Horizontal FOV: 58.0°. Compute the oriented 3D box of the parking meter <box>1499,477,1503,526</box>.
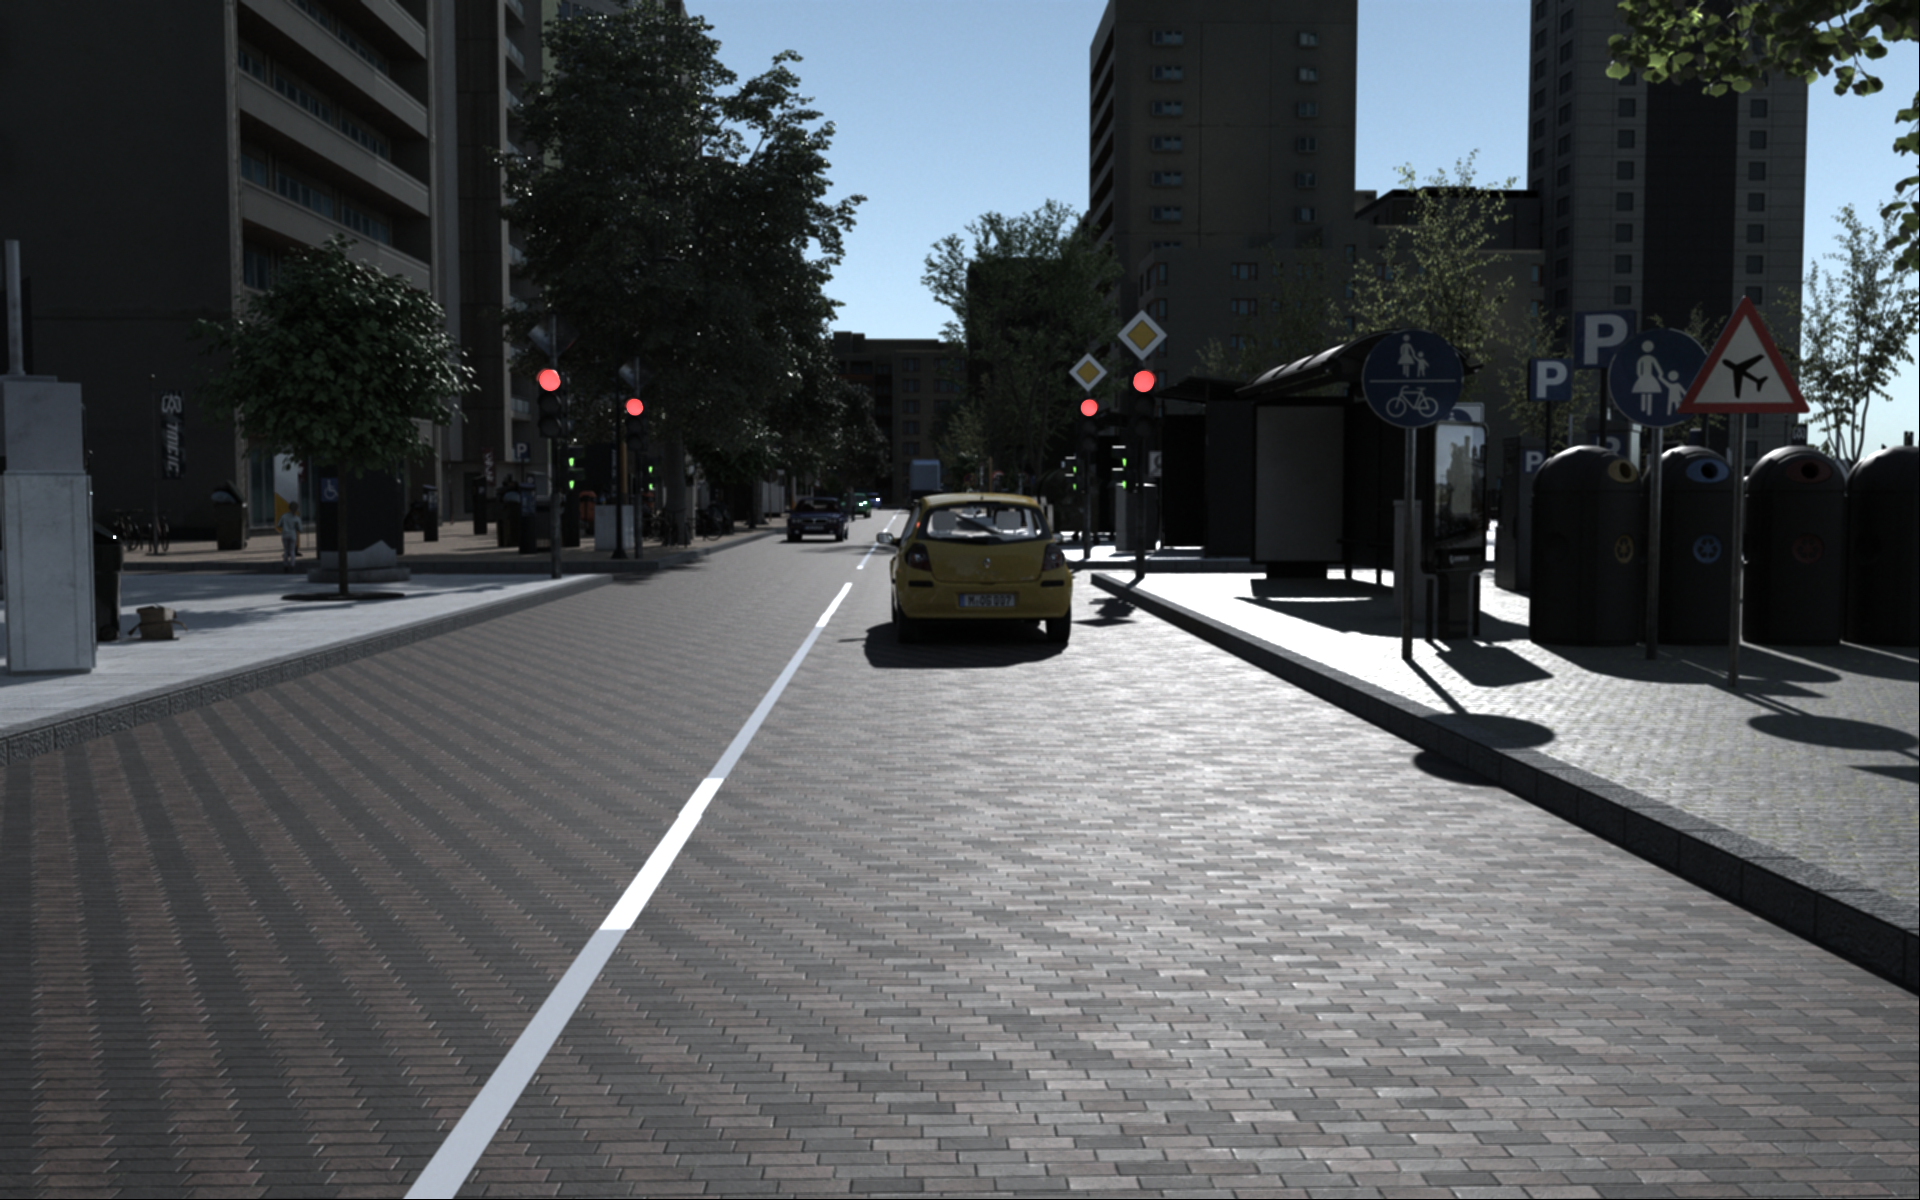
[{"bbox_3d":[15.871,-2.722,50.218,0.399,1.863,0.255,0,4,-4],"label":"parking meter"}]

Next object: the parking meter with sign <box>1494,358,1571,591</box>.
[{"bbox_3d":[7.580,-1.645,23.150,0.543,3.016,1.738,0,3,0],"label":"parking meter with sign"}]

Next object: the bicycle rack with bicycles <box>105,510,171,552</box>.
[{"bbox_3d":[-19.197,-1.568,39.025,2.852,0.926,2.925,-2,4,-30],"label":"bicycle rack with bicycles"}]

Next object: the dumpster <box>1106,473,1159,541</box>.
[{"bbox_3d":[4.675,-2.508,46.758,1.264,1.857,1.865,0,4,-2],"label":"dumpster"}]

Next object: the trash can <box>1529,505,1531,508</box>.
[{"bbox_3d":[31.018,-5.037,94.000,0.748,1.137,0.748,0,3,0],"label":"trash can"}]

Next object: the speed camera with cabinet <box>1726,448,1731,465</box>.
[{"bbox_3d":[35.548,-5.233,79.895,0.660,3.252,2.038,3,5,44],"label":"speed camera with cabinet"}]

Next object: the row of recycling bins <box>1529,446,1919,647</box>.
[{"bbox_3d":[6.717,-0.478,14.934,3.534,1.692,1.069,0,4,1],"label":"row of recycling bins"}]

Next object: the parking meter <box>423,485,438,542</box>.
[{"bbox_3d":[-14.336,-2.354,46.902,0.372,1.533,0.369,0,3,0],"label":"parking meter"}]

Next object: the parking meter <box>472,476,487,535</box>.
[{"bbox_3d":[-15.217,-3.006,54.862,0.399,1.863,0.255,-3,5,-41],"label":"parking meter"}]

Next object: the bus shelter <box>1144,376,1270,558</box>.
[{"bbox_3d":[5.303,-2.831,37.567,1.731,3.624,6.357,0,4,-2],"label":"bus shelter"}]

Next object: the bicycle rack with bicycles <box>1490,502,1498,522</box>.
[{"bbox_3d":[25.225,-4.091,80.274,2.925,0.926,2.852,0,4,4],"label":"bicycle rack with bicycles"}]

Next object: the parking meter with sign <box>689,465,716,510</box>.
[{"bbox_3d":[-15.724,-6.727,106.253,1.738,3.016,0.543,-3,5,-45],"label":"parking meter with sign"}]

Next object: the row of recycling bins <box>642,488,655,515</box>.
[{"bbox_3d":[-19.317,-6.041,105.891,1.069,1.692,3.534,0,4,6],"label":"row of recycling bins"}]

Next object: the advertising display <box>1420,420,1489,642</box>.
[{"bbox_3d":[4.375,-0.618,15.321,0.123,1.923,0.974,3,5,44],"label":"advertising display"}]

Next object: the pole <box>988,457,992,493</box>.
[{"bbox_3d":[1.633,-6.153,94.443,0.158,3.312,0.155,0,3,0],"label":"pole"}]

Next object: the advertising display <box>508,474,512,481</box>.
[{"bbox_3d":[-14.359,-3.066,55.340,0.123,1.923,0.974,-1,4,-15],"label":"advertising display"}]

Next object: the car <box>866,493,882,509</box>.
[{"bbox_3d":[-8.388,-9.482,164.615,1.945,1.707,3.694,0,3,0],"label":"car"}]

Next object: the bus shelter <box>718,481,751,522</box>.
[{"bbox_3d":[-10.252,-5.530,81.698,1.731,3.624,6.357,0,4,-2],"label":"bus shelter"}]

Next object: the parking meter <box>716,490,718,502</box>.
[{"bbox_3d":[-13.573,-5.461,97.705,0.372,1.533,0.369,0,3,0],"label":"parking meter"}]

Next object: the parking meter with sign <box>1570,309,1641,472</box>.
[{"bbox_3d":[6.534,-1.285,17.268,0.543,3.016,1.738,2,4,29],"label":"parking meter with sign"}]

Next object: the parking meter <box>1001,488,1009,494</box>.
[{"bbox_3d":[1.988,-4.152,76.298,0.372,1.533,0.369,0,3,0],"label":"parking meter"}]

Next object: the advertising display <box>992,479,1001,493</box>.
[{"bbox_3d":[1.549,-4.153,73.119,0.123,1.923,0.974,-1,4,-15],"label":"advertising display"}]

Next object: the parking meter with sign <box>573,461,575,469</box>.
[{"bbox_3d":[-20.372,-5.715,89.696,0.543,3.016,1.738,0,4,4],"label":"parking meter with sign"}]

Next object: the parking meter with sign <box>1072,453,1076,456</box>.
[{"bbox_3d":[5.656,-4.725,73.520,1.738,3.016,0.543,1,4,10],"label":"parking meter with sign"}]

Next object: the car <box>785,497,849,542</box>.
[{"bbox_3d":[-4.380,-2.503,53.503,1.945,1.354,3.894,0,4,-1],"label":"car"}]

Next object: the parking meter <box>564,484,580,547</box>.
[{"bbox_3d":[-9.390,-2.048,41.892,0.372,1.533,0.369,0,3,0],"label":"parking meter"}]

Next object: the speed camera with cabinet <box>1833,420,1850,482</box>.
[{"bbox_3d":[23.857,-3.177,46.278,2.038,3.252,0.660,-1,4,-16],"label":"speed camera with cabinet"}]

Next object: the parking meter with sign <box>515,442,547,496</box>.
[{"bbox_3d":[-14.462,-3.851,59.224,0.543,3.016,1.738,1,4,20],"label":"parking meter with sign"}]

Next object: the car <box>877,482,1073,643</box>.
[{"bbox_3d":[0.141,-0.484,18.141,2.015,1.641,3.980,0,4,-3],"label":"car"}]

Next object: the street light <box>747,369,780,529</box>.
[{"bbox_3d":[-7.164,-5.600,64.097,1.470,5.913,1.316,0,4,-2],"label":"street light"}]

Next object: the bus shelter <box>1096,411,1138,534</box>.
[{"bbox_3d":[4.912,-3.723,52.146,1.731,3.624,6.357,0,4,-2],"label":"bus shelter"}]

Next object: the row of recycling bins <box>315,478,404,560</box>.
[{"bbox_3d":[-12.173,-1.711,35.090,1.069,1.692,3.534,0,4,-1],"label":"row of recycling bins"}]

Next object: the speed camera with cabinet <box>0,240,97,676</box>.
[{"bbox_3d":[-6.907,-1.147,13.084,0.660,3.252,2.038,-2,4,-28],"label":"speed camera with cabinet"}]

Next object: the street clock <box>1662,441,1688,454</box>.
[{"bbox_3d":[9.870,-1.186,23.954,0.471,2.002,0.358,-3,5,-41],"label":"street clock"}]

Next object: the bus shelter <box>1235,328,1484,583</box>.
[{"bbox_3d":[5.312,-1.838,23.977,2.014,3.302,5.546,0,4,-2],"label":"bus shelter"}]

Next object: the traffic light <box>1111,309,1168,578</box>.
[{"bbox_3d":[2.745,-2.296,26.453,0.839,4.253,0.868,0,4,-2],"label":"traffic light"}]

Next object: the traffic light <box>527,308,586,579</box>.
[{"bbox_3d":[-6.112,-2.279,26.184,0.839,4.253,0.868,0,4,-2],"label":"traffic light"}]

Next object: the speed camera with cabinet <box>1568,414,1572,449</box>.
[{"bbox_3d":[14.967,-2.921,42.099,0.660,3.252,2.038,1,4,22],"label":"speed camera with cabinet"}]

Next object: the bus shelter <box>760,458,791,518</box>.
[{"bbox_3d":[-10.372,-6.307,97.045,2.014,3.302,5.546,0,4,-1],"label":"bus shelter"}]

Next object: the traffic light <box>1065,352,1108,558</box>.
[{"bbox_3d":[2.516,-2.784,34.434,0.839,4.253,0.868,0,4,-2],"label":"traffic light"}]

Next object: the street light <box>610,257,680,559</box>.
[{"bbox_3d":[-6.192,-3.763,34.061,1.470,5.913,1.316,0,4,-2],"label":"street light"}]

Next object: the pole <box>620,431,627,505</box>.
[{"bbox_3d":[-10.810,-3.782,55.675,0.158,3.312,0.155,0,3,0],"label":"pole"}]

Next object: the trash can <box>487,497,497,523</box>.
[{"bbox_3d":[-20.994,-4.026,77.474,0.748,1.137,0.748,0,3,0],"label":"trash can"}]

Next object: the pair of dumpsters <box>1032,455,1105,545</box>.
[{"bbox_3d":[2.821,-2.616,45.263,1.574,2.255,4.437,0,4,-2],"label":"pair of dumpsters"}]

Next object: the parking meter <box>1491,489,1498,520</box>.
[{"bbox_3d":[26.545,-4.744,85.967,0.372,1.533,0.369,0,3,0],"label":"parking meter"}]

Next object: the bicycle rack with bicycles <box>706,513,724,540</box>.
[{"bbox_3d":[-8.227,-2.067,47.172,2.925,0.926,2.852,1,4,15],"label":"bicycle rack with bicycles"}]

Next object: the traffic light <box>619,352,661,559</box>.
[{"bbox_3d":[-6.341,-2.767,34.165,0.839,4.253,0.868,0,4,-2],"label":"traffic light"}]

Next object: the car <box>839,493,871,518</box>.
[{"bbox_3d":[-6.306,-5.809,103.766,1.959,1.807,4.718,0,3,0],"label":"car"}]

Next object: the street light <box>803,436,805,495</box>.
[{"bbox_3d":[-7.913,-7.407,93.647,1.470,5.913,1.316,0,4,-2],"label":"street light"}]

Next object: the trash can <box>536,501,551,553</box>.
[{"bbox_3d":[-9.250,-1.621,38.162,0.748,1.137,0.748,0,3,0],"label":"trash can"}]

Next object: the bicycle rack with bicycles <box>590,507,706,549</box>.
[{"bbox_3d":[-7.659,-1.743,41.886,2.852,0.926,2.925,0,4,-8],"label":"bicycle rack with bicycles"}]

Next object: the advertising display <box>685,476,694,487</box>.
[{"bbox_3d":[-10.055,-3.496,62.376,0.974,1.923,0.123,-2,4,-31],"label":"advertising display"}]

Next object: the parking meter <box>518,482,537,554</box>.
[{"bbox_3d":[-9.241,-1.748,36.996,0.372,1.533,0.369,0,3,0],"label":"parking meter"}]

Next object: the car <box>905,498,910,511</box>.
[{"bbox_3d":[-3.705,-8.502,150.802,2.131,1.459,4.920,0,4,-2],"label":"car"}]
